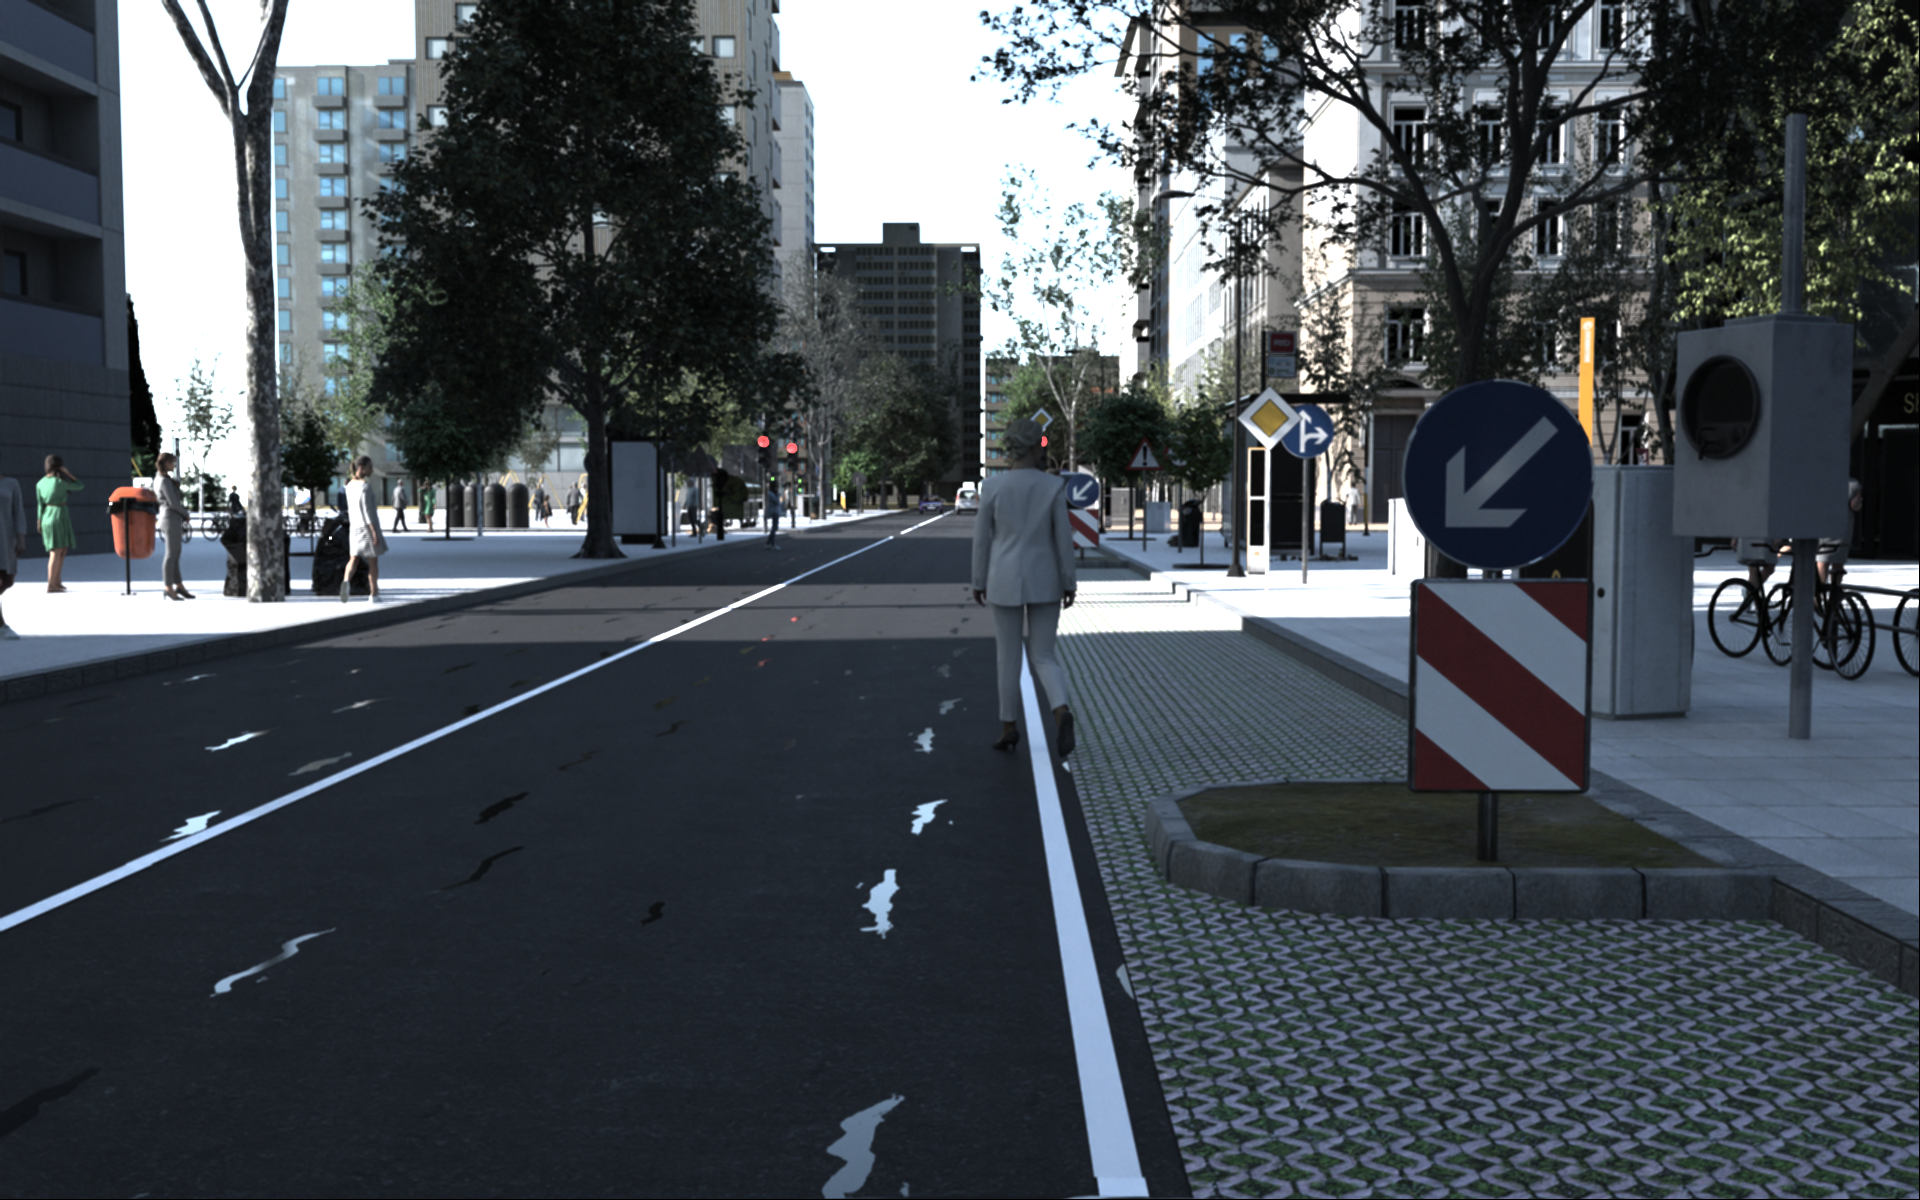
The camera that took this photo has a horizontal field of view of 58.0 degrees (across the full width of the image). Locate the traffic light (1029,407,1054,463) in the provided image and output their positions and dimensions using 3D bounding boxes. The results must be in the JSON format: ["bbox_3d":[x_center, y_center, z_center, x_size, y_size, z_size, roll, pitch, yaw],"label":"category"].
[{"bbox_3d":[2.624,-4.120,56.280,0.839,4.253,0.868,0,4,1],"label":"traffic light"}]

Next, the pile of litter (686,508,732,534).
[{"bbox_3d":[-8.171,-2.585,56.237,1.176,0.858,1.719,-3,5,-39],"label":"pile of litter"}]

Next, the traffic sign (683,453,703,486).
[{"bbox_3d":[-8.164,-3.244,53.152,0.768,2.556,0.104,0,4,5],"label":"traffic sign"}]

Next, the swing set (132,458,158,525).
[{"bbox_3d":[-32.574,-4.268,67.406,2.862,2.851,3.119,-2,4,-32],"label":"swing set"}]

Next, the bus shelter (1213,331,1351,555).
[{"bbox_3d":[7.169,-3.834,40.316,2.179,5.291,8.768,0,4,1],"label":"bus shelter"}]

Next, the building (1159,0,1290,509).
[{"bbox_3d":[24.734,-30.447,147.920,14.600,45.320,14.200,0,4,1],"label":"building"}]

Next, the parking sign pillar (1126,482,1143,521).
[{"bbox_3d":[8.087,-5.722,82.029,1.447,3.967,1.447,0,4,4],"label":"parking sign pillar"}]

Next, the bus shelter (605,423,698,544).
[{"bbox_3d":[-8.219,-3.233,46.782,2.014,3.302,5.546,0,4,1],"label":"bus shelter"}]

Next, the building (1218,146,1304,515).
[{"bbox_3d":[20.932,-15.351,100.143,9.793,20.994,18.267,0,4,1],"label":"building"}]

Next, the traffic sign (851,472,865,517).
[{"bbox_3d":[-5.826,-6.042,98.891,0.768,2.556,0.104,0,4,3],"label":"traffic sign"}]

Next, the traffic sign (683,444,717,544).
[{"bbox_3d":[-6.725,-2.738,44.772,0.884,2.594,0.081,0,4,2],"label":"traffic sign"}]

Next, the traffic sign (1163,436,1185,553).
[{"bbox_3d":[4.828,-2.313,37.924,0.768,2.556,0.104,1,4,11],"label":"traffic sign"}]

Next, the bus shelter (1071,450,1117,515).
[{"bbox_3d":[5.987,-5.026,76.101,2.014,3.302,5.546,0,4,1],"label":"bus shelter"}]

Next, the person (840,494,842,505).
[{"bbox_3d":[-13.899,-12.036,202.975,0.705,1.807,1.348,-2,4,-35],"label":"person"}]

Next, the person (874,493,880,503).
[{"bbox_3d":[-10.288,-12.497,213.549,0.628,1.438,0.799,1,4,18],"label":"person"}]

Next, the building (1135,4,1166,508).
[{"bbox_3d":[27.076,-44.419,164.504,20.563,71.187,20.611,0,4,1],"label":"building"}]

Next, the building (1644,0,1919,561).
[{"bbox_3d":[24.142,-10.330,36.354,16.820,18.784,16.811,0,4,1],"label":"building"}]

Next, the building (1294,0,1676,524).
[{"bbox_3d":[26.691,-18.012,80.403,20.117,28.700,13.634,0,4,1],"label":"building"}]

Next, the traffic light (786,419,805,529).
[{"bbox_3d":[-6.190,-4.617,64.411,0.839,4.253,0.868,0,4,1],"label":"traffic light"}]

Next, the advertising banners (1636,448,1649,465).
[{"bbox_3d":[26.616,-4.255,65.754,2.074,3.025,0.090,0,4,-5],"label":"advertising banners"}]

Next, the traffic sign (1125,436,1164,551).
[{"bbox_3d":[4.140,-2.373,38.809,0.884,2.594,0.081,1,4,8],"label":"traffic sign"}]

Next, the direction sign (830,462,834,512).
[{"bbox_3d":[-9.074,-7.985,122.551,0.379,3.537,0.876,0,4,-5],"label":"direction sign"}]

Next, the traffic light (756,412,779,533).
[{"bbox_3d":[-6.336,-4.129,56.428,0.839,4.253,0.868,0,4,1],"label":"traffic light"}]

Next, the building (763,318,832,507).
[{"bbox_3d":[-29.921,-21.216,191.917,28.899,21.520,27.650,0,4,1],"label":"building"}]

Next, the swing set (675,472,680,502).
[{"bbox_3d":[-20.962,-7.801,125.166,3.119,2.851,2.862,2,4,27],"label":"swing set"}]

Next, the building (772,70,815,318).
[{"bbox_3d":[-34.741,-42.967,244.510,28.212,58.520,21.231,0,4,1],"label":"building"}]

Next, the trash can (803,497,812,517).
[{"bbox_3d":[-8.300,-5.104,95.103,0.748,1.137,0.748,0,3,0],"label":"trash can"}]

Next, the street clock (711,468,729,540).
[{"bbox_3d":[-6.674,-2.669,48.208,0.471,2.002,0.358,0,4,-3],"label":"street clock"}]

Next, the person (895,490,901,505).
[{"bbox_3d":[-7.264,-12.059,203.912,0.721,1.736,1.217,-3,5,-40],"label":"person"}]

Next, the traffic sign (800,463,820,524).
[{"bbox_3d":[-6.330,-4.476,73.191,0.884,2.594,0.081,0,4,5],"label":"traffic sign"}]

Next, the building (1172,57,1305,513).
[{"bbox_3d":[22.285,-21.200,124.107,11.434,29.767,29.804,0,4,1],"label":"building"}]

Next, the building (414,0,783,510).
[{"bbox_3d":[-30.453,-34.499,153.305,28.713,52.752,27.495,0,4,1],"label":"building"}]

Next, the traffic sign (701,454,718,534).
[{"bbox_3d":[-8.061,-3.352,54.912,0.768,2.556,0.104,0,4,7],"label":"traffic sign"}]

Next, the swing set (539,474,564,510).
[{"bbox_3d":[-33.110,-8.598,138.204,2.862,2.851,3.119,-1,4,-13],"label":"swing set"}]

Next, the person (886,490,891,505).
[{"bbox_3d":[-8.922,-12.432,209.830,1.217,1.766,0.721,1,4,11],"label":"person"}]

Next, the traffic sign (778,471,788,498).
[{"bbox_3d":[-9.738,-5.747,94.063,0.768,2.556,0.104,1,4,10],"label":"traffic sign"}]

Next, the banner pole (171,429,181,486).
[{"bbox_3d":[-30.223,-4.696,66.794,0.401,3.779,0.863,0,4,-1],"label":"banner pole"}]

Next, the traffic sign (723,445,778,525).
[{"bbox_3d":[-8.660,-4.747,71.480,2.265,3.308,0.079,0,4,3],"label":"traffic sign"}]

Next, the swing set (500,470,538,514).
[{"bbox_3d":[-29.122,-7.001,112.083,2.862,2.851,3.119,-1,4,-9],"label":"swing set"}]

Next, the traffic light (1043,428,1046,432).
[{"bbox_3d":[2.770,-4.608,64.264,0.839,4.253,0.868,0,4,1],"label":"traffic light"}]

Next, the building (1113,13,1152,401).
[{"bbox_3d":[31.877,-36.682,188.991,28.713,52.752,27.495,0,4,1],"label":"building"}]

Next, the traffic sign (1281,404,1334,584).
[{"bbox_3d":[4.903,-1.496,24.559,0.768,2.556,0.104,0,4,1],"label":"traffic sign"}]

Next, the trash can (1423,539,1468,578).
[{"bbox_3d":[6.877,-0.786,24.504,0.748,1.137,0.748,0,3,0],"label":"trash can"}]

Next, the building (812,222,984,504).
[{"bbox_3d":[-8.541,-34.147,250.176,23.993,40.220,32.217,0,4,1],"label":"building"}]

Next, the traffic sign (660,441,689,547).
[{"bbox_3d":[-6.947,-2.559,41.946,0.768,2.556,0.104,1,4,10],"label":"traffic sign"}]

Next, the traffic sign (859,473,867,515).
[{"bbox_3d":[-6.006,-6.412,104.936,0.768,2.556,0.104,0,4,6],"label":"traffic sign"}]

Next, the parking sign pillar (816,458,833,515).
[{"bbox_3d":[-8.562,-7.239,106.833,1.447,3.967,1.447,-1,4,-10],"label":"parking sign pillar"}]

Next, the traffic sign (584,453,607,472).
[{"bbox_3d":[-10.374,-3.016,49.421,0.768,2.556,0.104,1,4,8],"label":"traffic sign"}]

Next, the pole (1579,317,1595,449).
[{"bbox_3d":[7.273,-1.609,20.159,0.158,3.312,0.155,0,3,0],"label":"pole"}]

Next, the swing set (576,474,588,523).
[{"bbox_3d":[-15.086,-4.681,74.160,2.862,2.851,3.119,-1,4,-14],"label":"swing set"}]

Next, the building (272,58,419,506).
[{"bbox_3d":[-59.555,-35.112,193.689,30.456,49.044,23.786,0,4,1],"label":"building"}]

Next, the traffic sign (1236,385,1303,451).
[{"bbox_3d":[3.764,-1.301,21.003,0.795,2.593,0.064,0,4,3],"label":"traffic sign"}]

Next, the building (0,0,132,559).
[{"bbox_3d":[-32.472,-30.004,32.565,28.212,58.520,21.231,0,4,1],"label":"building"}]
